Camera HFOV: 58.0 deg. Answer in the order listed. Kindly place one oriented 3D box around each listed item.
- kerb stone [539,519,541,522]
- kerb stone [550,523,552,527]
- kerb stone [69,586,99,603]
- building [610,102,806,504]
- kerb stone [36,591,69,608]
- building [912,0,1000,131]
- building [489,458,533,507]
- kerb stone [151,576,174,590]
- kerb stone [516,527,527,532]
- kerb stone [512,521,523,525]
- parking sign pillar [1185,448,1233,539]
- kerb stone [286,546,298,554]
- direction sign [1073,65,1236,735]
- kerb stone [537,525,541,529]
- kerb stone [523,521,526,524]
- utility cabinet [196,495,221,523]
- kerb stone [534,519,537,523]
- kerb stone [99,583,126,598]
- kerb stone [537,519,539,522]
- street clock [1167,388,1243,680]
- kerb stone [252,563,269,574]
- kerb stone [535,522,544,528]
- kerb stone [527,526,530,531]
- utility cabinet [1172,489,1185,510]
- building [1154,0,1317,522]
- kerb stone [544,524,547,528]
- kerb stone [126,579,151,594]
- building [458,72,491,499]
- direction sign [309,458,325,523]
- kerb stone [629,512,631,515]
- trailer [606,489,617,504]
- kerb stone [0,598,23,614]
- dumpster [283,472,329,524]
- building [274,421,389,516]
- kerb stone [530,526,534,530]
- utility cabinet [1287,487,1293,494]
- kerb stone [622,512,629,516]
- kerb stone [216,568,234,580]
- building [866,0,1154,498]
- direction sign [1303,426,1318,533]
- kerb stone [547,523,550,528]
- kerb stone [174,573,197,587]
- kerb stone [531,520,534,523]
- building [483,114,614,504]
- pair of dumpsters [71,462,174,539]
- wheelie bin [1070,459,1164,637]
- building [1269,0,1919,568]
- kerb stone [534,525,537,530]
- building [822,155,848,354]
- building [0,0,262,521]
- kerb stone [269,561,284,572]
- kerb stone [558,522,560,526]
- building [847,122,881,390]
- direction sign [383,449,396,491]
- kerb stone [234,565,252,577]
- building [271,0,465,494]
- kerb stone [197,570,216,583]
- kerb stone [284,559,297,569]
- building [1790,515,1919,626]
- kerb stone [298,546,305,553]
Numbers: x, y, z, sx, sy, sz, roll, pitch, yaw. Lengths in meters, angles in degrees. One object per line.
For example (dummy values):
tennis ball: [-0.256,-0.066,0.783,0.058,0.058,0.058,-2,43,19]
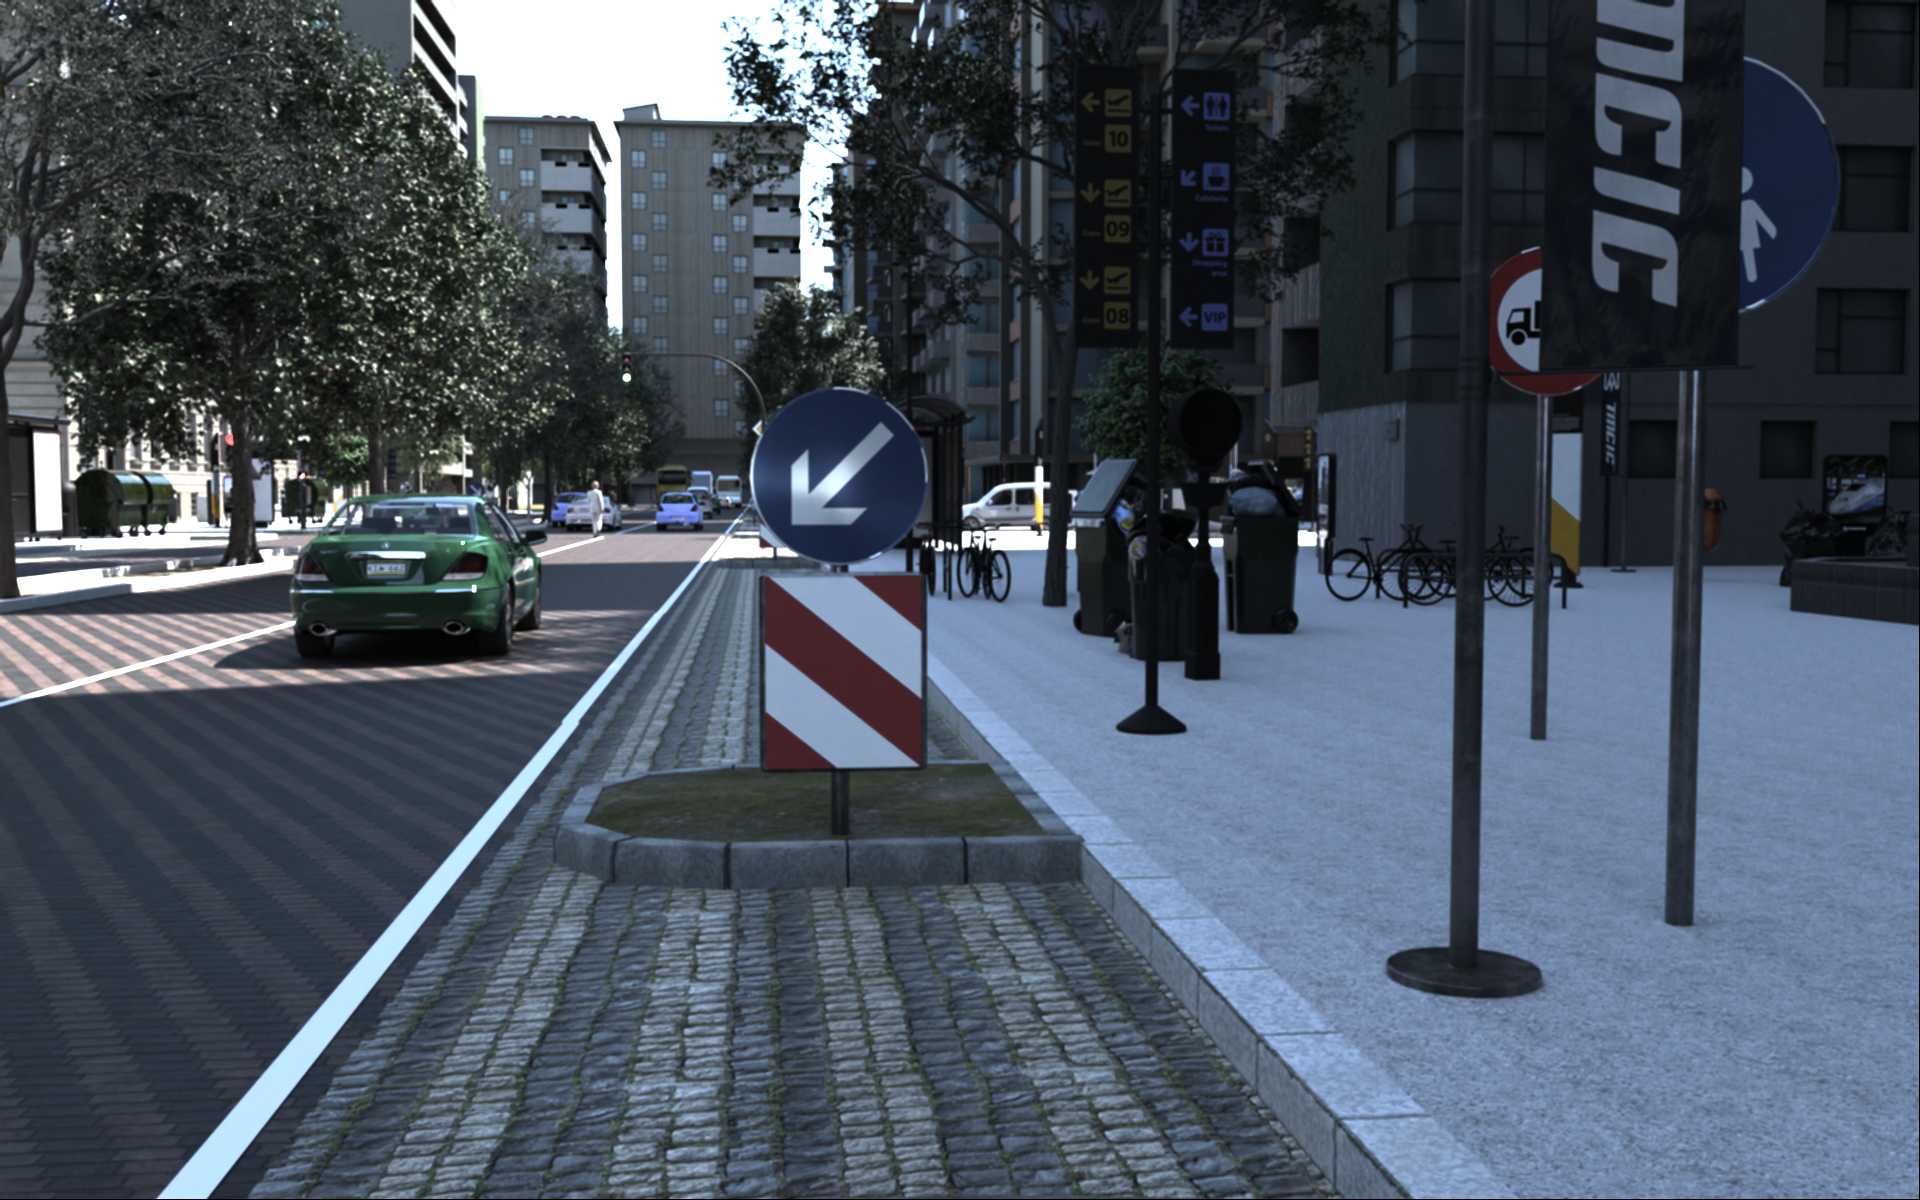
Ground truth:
kerb stone: [-21.399,-3.998,87.584,0.120,0.150,1.000,0,4,-7]
kerb stone: [-17.769,-3.204,74.579,0.120,0.150,1.000,0,4,-7]
kerb stone: [-11.798,-0.058,23.148,0.120,0.150,1.000,0,4,-7]
building: [-33.237,-39.957,242.528,27.495,52.752,28.713,0,4,-7]
kerb stone: [-11.681,0.009,22.133,0.120,0.150,1.000,0,4,-7]
building: [8.289,-30.959,125.787,23.786,49.044,30.456,0,4,-7]
building: [-63.279,-21.039,189.020,28.899,21.520,27.650,0,4,-7]
kerb stone: [-12.163,-0.244,26.210,0.120,0.150,1.000,0,4,-7]
kerb stone: [-16.828,-2.705,66.430,0.120,0.150,1.000,0,4,-7]
kerb stone: [-20.570,-3.562,80.472,0.120,0.150,1.000,0,4,-7]
parking sign pillar: [7.199,-3.767,50.070,1.447,3.967,1.447,1,4,21]
kerb stone: [-16.005,-1.161,41.172,0.120,0.150,1.000,0,4,-7]
direction sign: [1.040,-1.059,9.305,0.876,3.537,0.379,-1,4,-9]
kerb stone: [-17.296,-2.950,70.500,0.120,0.150,1.000,0,4,-7]
kerb stone: [-20.687,-3.627,81.492,0.120,0.150,1.000,0,4,-7]
utility cabinet: [-33.570,-4.049,77.369,1.020,1.237,0.306,1,4,11]
kerb stone: [-21.164,-3.870,85.554,0.120,0.150,1.000,0,4,-7]
kerb stone: [-11.918,-0.120,24.163,0.120,0.150,1.000,0,4,-7]
kerb stone: [-21.281,-3.934,86.569,0.120,0.150,1.000,0,4,-7]
street clock: [1.683,-0.453,11.971,0.471,2.002,0.358,-1,4,-16]
kerb stone: [-12.744,-0.557,31.310,0.120,0.150,1.000,0,4,-7]
kerb stone: [-17.423,-3.015,71.521,0.120,0.150,1.000,0,4,-7]
kerb stone: [-16.953,-2.768,67.445,0.120,0.150,1.000,0,4,-7]
utility cabinet: [9.336,-3.821,71.159,1.173,1.500,0.318,2,4,27]
building: [14.818,-26.389,86.079,28.867,44.769,22.147,0,4,-7]
kerb stone: [-17.532,-3.079,72.542,0.120,0.150,1.000,0,4,-7]
kerb stone: [-12.036,-0.183,25.187,0.120,0.150,1.000,0,4,-7]
building: [-52.779,-29.337,163.250,14.154,41.232,14.086,0,4,-7]
direction sign: [-28.317,-5.155,76.289,0.876,3.537,0.379,2,4,25]
kerb stone: [-22.983,-5.945,119.409,0.120,0.150,1.000,0,4,-7]
trailer: [-38.926,-11.398,193.409,1.471,1.999,3.904,0,4,-6]
kerb stone: [-11.567,0.072,21.110,0.120,0.150,1.000,0,4,-7]
dumpster: [-27.997,-4.380,74.103,1.502,2.255,1.985,0,4,-7]
building: [-47.393,-18.156,115.943,14.460,24.649,34.723,0,4,-7]
kerb stone: [-17.068,-2.830,68.465,0.120,0.150,1.000,0,4,-7]
utility cabinet: [10.145,-2.878,55.739,1.173,1.500,0.318,-2,4,-28]
kerb stone: [-22.867,-5.883,118.383,0.120,0.150,1.000,0,4,-7]
kerb stone: [-12.516,-0.432,29.262,0.120,0.150,1.000,0,4,-7]
building: [2.985,-30.648,155.726,22.147,44.769,28.867,0,4,-7]
direction sign: [11.716,-4.005,57.473,0.379,3.537,0.876,-2,4,-33]
kerb stone: [-17.663,-3.142,73.562,0.120,0.150,1.000,0,4,-7]
kerb stone: [-12.268,-0.308,27.226,0.120,0.150,1.000,0,4,-7]
kerb stone: [-21.056,-3.813,84.537,0.120,0.150,1.000,0,4,-7]
building: [-60.578,-39.779,239.622,27.495,52.752,28.713,0,4,-7]
pair of dumpsters: [-24.839,-2.993,51.431,1.574,2.255,4.437,0,4,-7]
wheelie bin: [1.435,-0.483,15.812,0.693,1.594,0.980,-2,4,-26]
building: [13.910,-16.219,36.876,14.160,30.474,14.107,0,4,-7]
kerb stone: [-17.188,-2.892,69.483,0.120,0.150,1.000,0,4,-7]
building: [-4.115,-38.155,243.445,30.456,49.044,23.786,0,4,-7]
building: [-44.782,-15.248,82.581,16.112,22.955,30.059,0,4,-7]
kerb stone: [-12.867,-0.620,32.324,0.120,0.150,1.000,0,4,-7]
kerb stone: [-18.124,-3.390,77.629,0.120,0.150,1.000,0,4,-7]
building: [-5.783,-33.698,201.068,14.600,45.320,14.200,0,4,-7]
direction sign: [-28.950,-5.842,87.513,0.876,3.537,0.379,-1,4,-22]
kerb stone: [-12.631,-0.495,30.286,0.120,0.150,1.000,0,4,-7]
building: [-54.511,-31.877,144.898,21.300,48.544,21.600,0,4,-7]
kerb stone: [-12.393,-0.370,28.246,0.120,0.150,1.000,0,4,-7]
kerb stone: [-12.985,-0.682,33.340,0.120,0.150,1.000,0,4,-7]
building: [19.946,-28.466,7.418,21.231,58.520,28.212,0,4,-7]
kerb stone: [-16.132,-1.223,42.196,0.120,0.150,1.000,0,4,-7]
